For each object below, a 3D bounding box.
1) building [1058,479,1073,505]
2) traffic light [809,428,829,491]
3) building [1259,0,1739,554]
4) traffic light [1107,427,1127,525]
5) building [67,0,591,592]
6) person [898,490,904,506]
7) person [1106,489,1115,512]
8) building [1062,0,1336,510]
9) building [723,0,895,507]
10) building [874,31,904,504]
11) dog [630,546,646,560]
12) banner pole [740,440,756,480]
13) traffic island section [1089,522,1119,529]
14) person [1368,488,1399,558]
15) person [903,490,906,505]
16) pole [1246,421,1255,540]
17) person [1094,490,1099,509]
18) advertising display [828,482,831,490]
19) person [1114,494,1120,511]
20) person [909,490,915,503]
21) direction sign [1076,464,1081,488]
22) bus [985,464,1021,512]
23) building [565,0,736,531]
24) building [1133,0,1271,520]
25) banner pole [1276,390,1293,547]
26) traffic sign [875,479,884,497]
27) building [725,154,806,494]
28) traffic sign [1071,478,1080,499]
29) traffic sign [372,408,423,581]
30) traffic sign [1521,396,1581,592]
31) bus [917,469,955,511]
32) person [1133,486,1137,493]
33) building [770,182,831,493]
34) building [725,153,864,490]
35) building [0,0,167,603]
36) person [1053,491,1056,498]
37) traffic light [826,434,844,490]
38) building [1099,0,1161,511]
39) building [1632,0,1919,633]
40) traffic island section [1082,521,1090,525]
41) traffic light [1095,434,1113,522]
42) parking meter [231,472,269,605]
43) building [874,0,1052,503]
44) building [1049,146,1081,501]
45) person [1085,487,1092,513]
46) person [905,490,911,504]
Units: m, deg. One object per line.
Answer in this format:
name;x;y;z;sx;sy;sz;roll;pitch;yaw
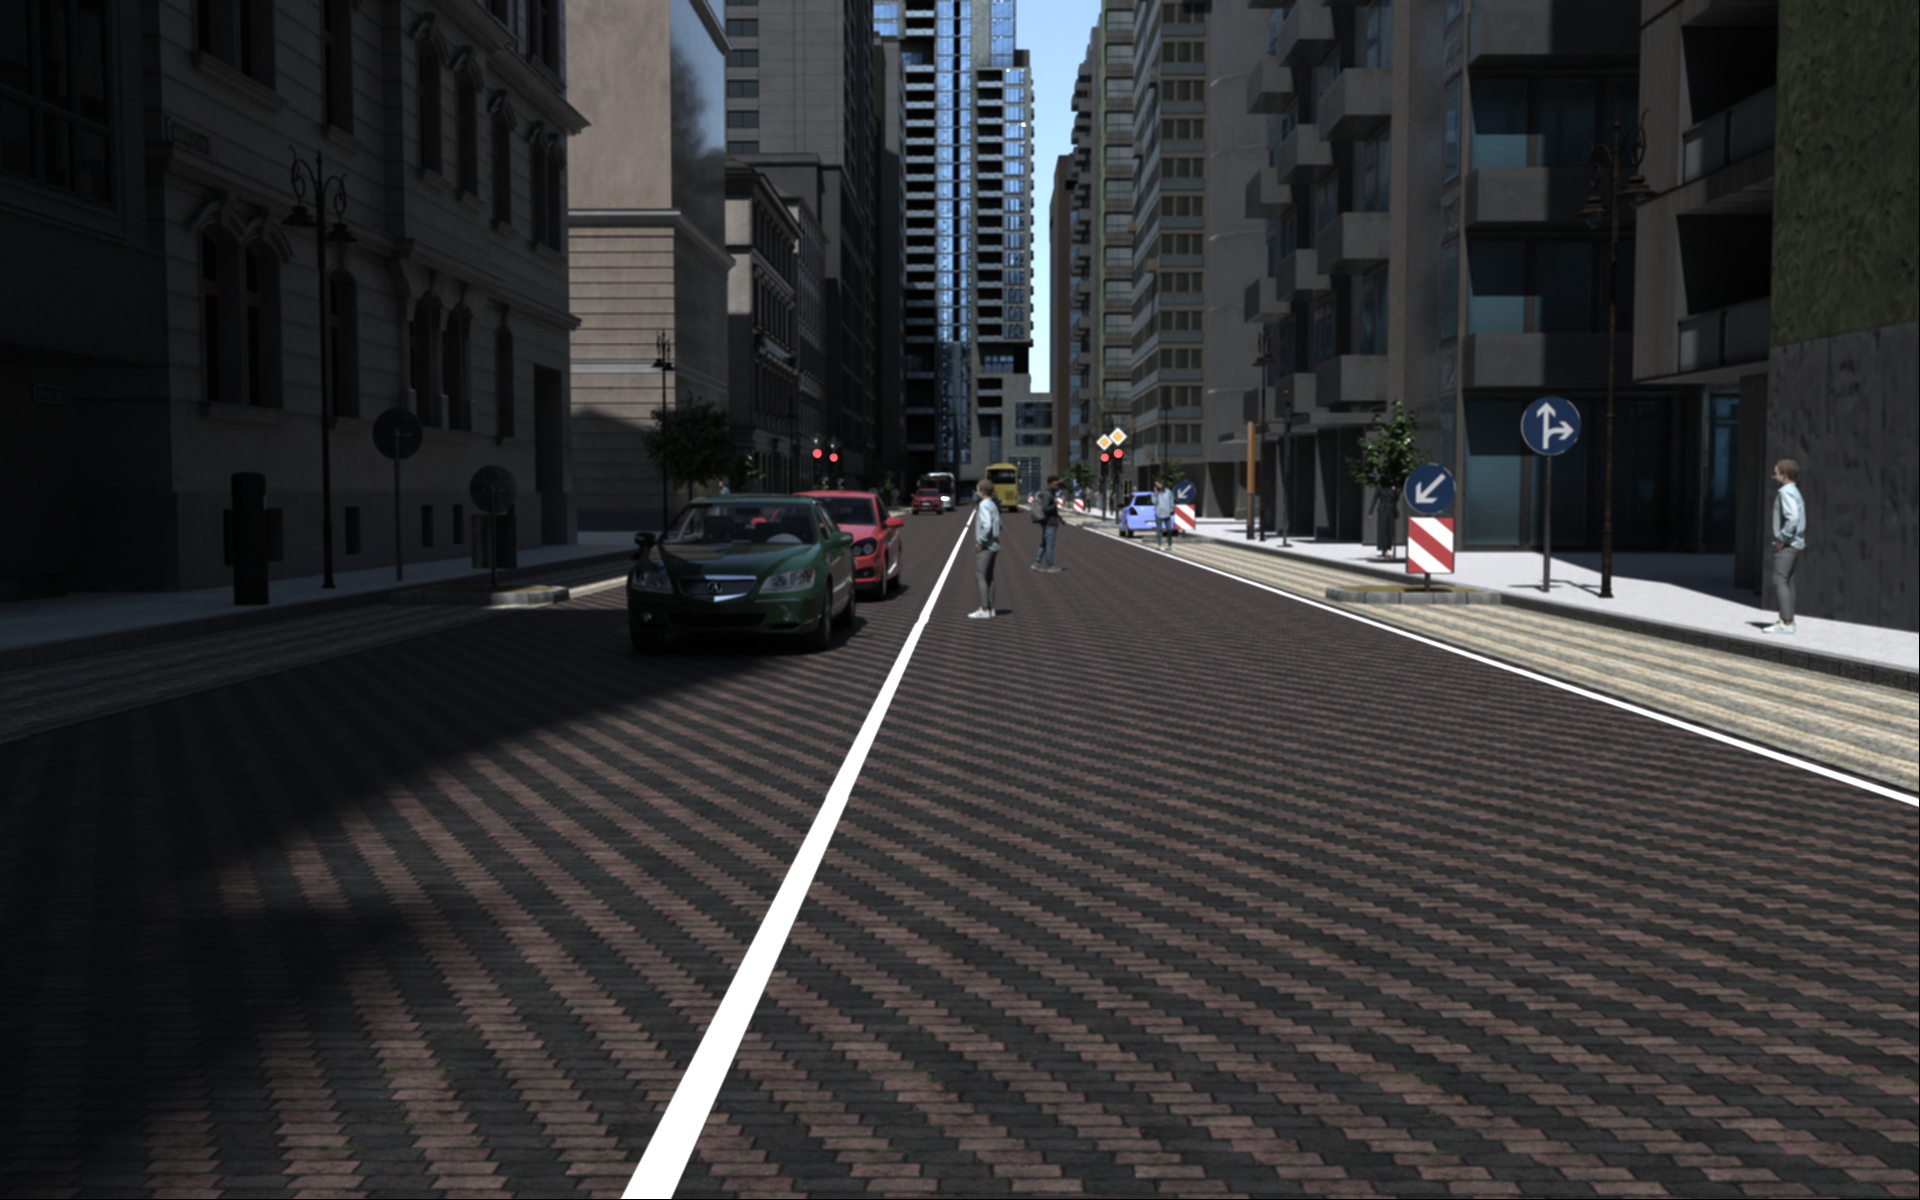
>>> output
building;28.020;-31.337;204.235;32.217;40.220;23.993;0;4;1
traffic light;-5.959;-5.138;72.922;0.839;4.253;0.868;0;4;1
building;20.603;-26.289;49.429;23.786;49.044;30.456;0;4;1
traffic light;6.601;-5.129;72.775;0.839;4.253;0.868;0;4;1
building;-16.254;-15.017;32.917;14.401;28.519;23.554;0;4;1
person;-6.618;-11.392;192.753;0.683;1.767;0.568;-1;4;-9
person;11.018;-7.337;126.592;0.643;1.750;0.593;1;4;23
building;22.799;-34.083;176.858;23.786;49.044;30.456;0;4;1
building;-17.526;-45.770;186.594;20.563;71.187;20.611;0;4;1
building;-21.352;-41.458;219.840;28.212;58.520;21.231;0;4;1
dog;-6.827;-1.042;37.236;0.550;0.427;0.748;0;4;-2
banner pole;-9.732;-5.510;80.107;0.863;3.779;0.401;-1;4;-8
traffic island section;6.641;-3.095;72.889;2.009;0.180;2.903;0;4;1
person;8.616;-1.754;35.148;0.576;1.772;0.534;-2;4;-28
person;-6.759;-12.289;207.655;0.721;1.739;1.217;-2;4;-32
pole;8.193;-3.359;48.766;0.158;3.312;0.155;0;3;0
person;11.806;-8.686;148.897;0.563;1.720;0.643;2;4;30
advertising display;-7.255;-5.574;96.349;0.123;1.923;0.974;-1;4;-9
person;11.773;-7.620;130.822;0.583;1.804;0.606;0;4;-1
person;-6.178;-13.072;220.307;0.617;1.759;0.750;1;4;21
direction sign;9.070;-8.589;132.425;0.379;3.537;0.876;2;4;27
bus;3.434;-9.030;139.190;2.896;3.916;12.252;0;4;3
building;-19.328;-17.089;65.306;20.117;28.700;13.634;0;4;1
building;22.155;-24.813;97.580;23.993;40.220;32.217;0;4;1
banner pole;7.867;-3.158;41.652;0.401;3.779;0.863;0;4;2
traffic sign;-6.748;-8.862;145.002;0.768;2.556;0.104;1;4;10
building;-14.328;-13.852;91.108;10.561;19.102;19.286;0;4;1
traffic sign;9.152;-8.392;137.313;0.768;2.556;0.104;0;4;2
traffic sign;-8.308;-1.559;25.598;0.768;2.556;0.104;0;4;4
traffic sign;7.661;-1.373;22.550;0.768;2.556;0.104;0;4;1
bus;-1.867;-9.276;146.521;2.948;3.499;13.247;0;4;1
person;11.781;-6.777;117.029;0.526;1.800;0.537;-1;4;-16
building;-13.887;-15.961;110.116;9.793;20.994;18.267;0;4;1
building;-15.155;-20.661;131.322;14.314;27.812;24.014;0;4;1
building;-16.730;-13.192;9.204;14.314;27.812;24.014;0;4;1
person;10.287;-11.234;190.664;0.756;1.711;0.436;-1;4;-20
traffic light;-5.855;-5.626;80.907;0.839;4.253;0.868;0;4;1
building;18.099;-27.810;138.291;14.154;41.232;14.086;0;4;1
building;15.911;-20.545;19.512;14.154;41.232;14.086;0;4;1
traffic island section;6.745;-3.584;80.873;2.009;0.180;2.903;0;4;1
traffic light;6.705;-5.617;80.760;0.839;4.253;0.868;0;4;1
parking meter;-8.237;-0.714;20.091;0.372;1.533;0.369;0;3;0
building;-2.480;-57.335;250.096;31.000;86.520;22.319;0;4;1
building;19.210;-35.056;223.270;14.600;45.320;14.200;0;4;1
person;8.927;-6.985;120.429;0.473;1.802;0.592;-1;4;-12
person;-6.637;-12.815;216.081;1.217;1.766;0.721;0;4;5
